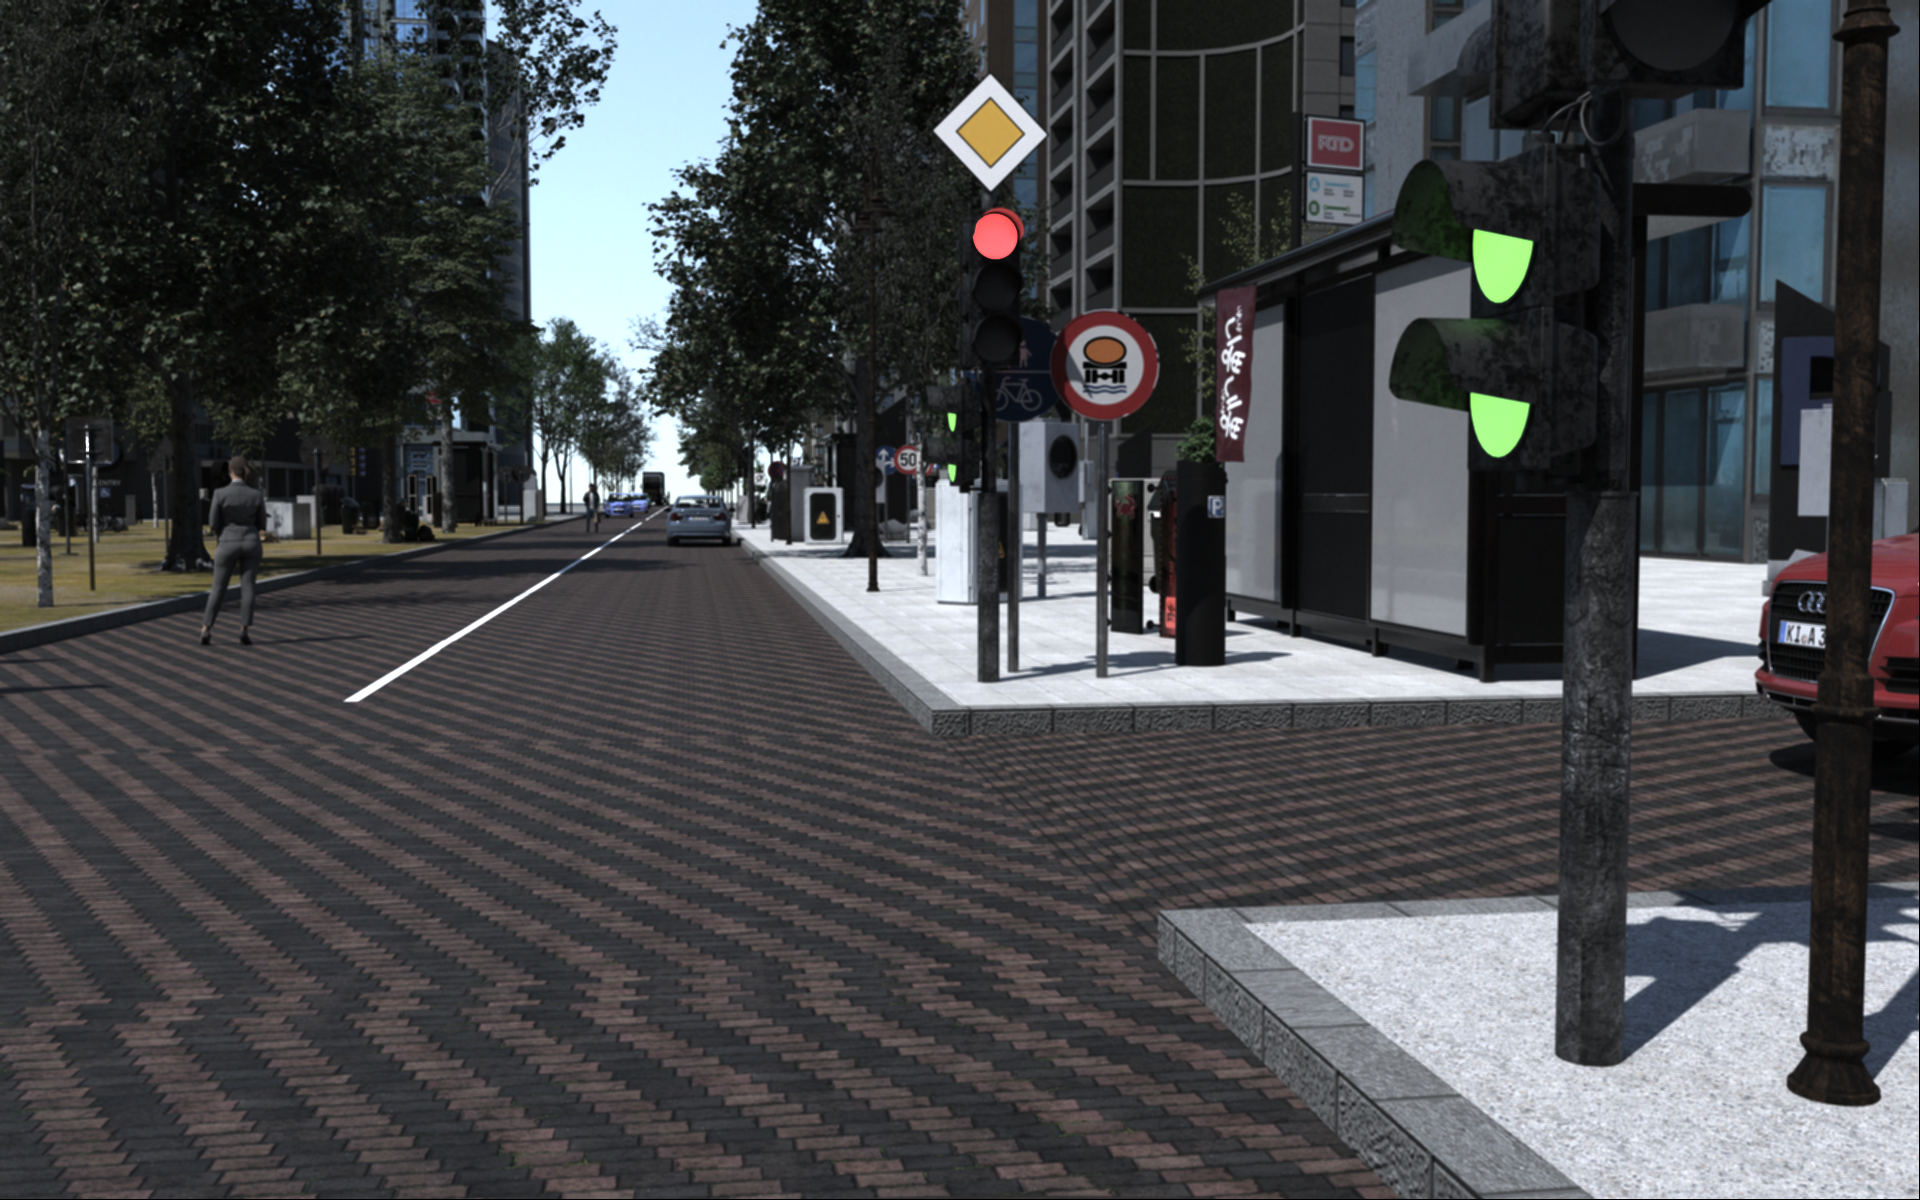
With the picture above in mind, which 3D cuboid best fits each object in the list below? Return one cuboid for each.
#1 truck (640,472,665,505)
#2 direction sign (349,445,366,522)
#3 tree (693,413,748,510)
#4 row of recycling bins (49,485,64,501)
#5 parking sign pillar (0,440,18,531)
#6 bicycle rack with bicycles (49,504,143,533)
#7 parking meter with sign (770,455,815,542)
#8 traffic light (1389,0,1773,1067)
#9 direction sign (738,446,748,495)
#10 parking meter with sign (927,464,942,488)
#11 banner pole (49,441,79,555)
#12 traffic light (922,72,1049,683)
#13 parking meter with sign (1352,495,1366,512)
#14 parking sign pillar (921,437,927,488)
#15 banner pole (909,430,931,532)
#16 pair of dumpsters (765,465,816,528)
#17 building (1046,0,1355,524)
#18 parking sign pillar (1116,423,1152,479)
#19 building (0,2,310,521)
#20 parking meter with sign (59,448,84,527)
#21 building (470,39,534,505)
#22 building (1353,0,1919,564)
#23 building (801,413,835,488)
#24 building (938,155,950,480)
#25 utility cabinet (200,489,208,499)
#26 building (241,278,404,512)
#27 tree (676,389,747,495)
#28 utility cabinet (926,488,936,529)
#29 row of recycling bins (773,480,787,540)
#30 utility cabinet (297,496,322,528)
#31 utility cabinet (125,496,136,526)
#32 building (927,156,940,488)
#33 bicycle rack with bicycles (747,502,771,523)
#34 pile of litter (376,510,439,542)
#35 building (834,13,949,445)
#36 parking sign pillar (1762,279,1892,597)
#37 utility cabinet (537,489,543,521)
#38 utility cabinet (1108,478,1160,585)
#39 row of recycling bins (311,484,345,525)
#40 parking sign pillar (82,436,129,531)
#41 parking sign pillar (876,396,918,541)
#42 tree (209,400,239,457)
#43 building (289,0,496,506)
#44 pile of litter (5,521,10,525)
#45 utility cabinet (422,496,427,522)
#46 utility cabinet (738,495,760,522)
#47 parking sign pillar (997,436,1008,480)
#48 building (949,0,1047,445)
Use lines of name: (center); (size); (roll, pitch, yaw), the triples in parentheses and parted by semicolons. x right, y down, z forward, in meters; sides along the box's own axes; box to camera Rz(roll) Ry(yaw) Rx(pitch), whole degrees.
truck: (-39.196, -14.220, 221.411); (2.839, 4.237, 11.283); (0, 4, -8)
direction sign: (-27.884, -5.395, 80.209); (0.876, 3.537, 0.379); (1, 4, 17)
tree: (-16.882, -10.666, 124.750); (4.737, 8.622, 4.395); (0, 3, 0)
row of recycling bins: (-41.099, -4.446, 79.810); (1.069, 1.692, 3.534); (2, 4, 31)
parking sign pillar: (-34.091, -4.440, 61.066); (1.447, 3.967, 1.447); (-3, 5, -41)
bicycle rack with bicycles: (-29.036, -2.681, 57.223); (2.852, 0.926, 2.925); (2, 4, 35)
parking meter with sign: (-4.238, -3.055, 46.204); (1.738, 3.016, 0.543); (1, 4, 14)
traffic light: (1.415, -0.912, 3.833); (0.839, 4.253, 0.868); (-1, 4, -9)
direction sign: (-10.319, -5.544, 82.641); (0.379, 3.537, 0.876); (2, 4, 29)
parking meter with sign: (-1.712, -5.213, 81.493); (1.738, 3.016, 0.543); (-3, 4, -38)
banner pole: (-18.870, -2.825, 36.208); (0.401, 3.779, 0.863); (1, 4, 15)
traffic light: (0.176, -1.395, 11.721); (0.839, 4.253, 0.868); (-1, 4, -9)
parking meter with sign: (8.504, -2.542, 37.815); (1.738, 3.016, 0.543); (0, 4, -5)
parking sign pillar: (-2.160, -5.519, 78.700); (1.447, 3.967, 1.447); (1, 4, 21)
banner pole: (-1.393, -4.228, 59.137); (0.863, 3.779, 0.401); (2, 4, 30)
pair of dumpsters: (-5.960, -3.576, 60.957); (1.574, 2.255, 4.437); (-1, 4, -9)
building: (13.908, -39.140, 78.184); (20.563, 71.187, 20.611); (-1, 4, -9)
parking sign pillar: (6.565, -4.712, 65.518); (1.447, 3.967, 1.447); (-1, 4, -11)
building: (-52.658, -24.427, 91.258); (32.217, 40.220, 23.993); (-1, 4, -9)
parking meter with sign: (-34.059, -4.325, 66.979); (0.543, 3.016, 1.738); (0, 4, 7)
building: (-66.662, -41.508, 220.662); (21.231, 58.520, 28.212); (-1, 4, -9)
building: (25.495, -25.803, 41.488); (30.456, 49.044, 23.786); (-1, 4, -9)
building: (-6.665, -23.786, 233.946); (27.650, 21.520, 28.899); (-1, 4, -9)
building: (5.230, -21.254, 119.212); (14.160, 30.474, 14.107); (-1, 4, -9)
utility cabinet: (-33.353, -4.084, 75.459); (1.173, 1.500, 0.318); (1, 4, 12)
building: (-54.788, -16.708, 118.215); (27.650, 21.520, 28.899); (-1, 4, -9)
tree: (-24.402, -15.486, 171.317); (7.486, 12.596, 7.792); (0, 3, 0)
utility cabinet: (-0.785, -3.329, 63.104); (1.173, 1.500, 0.318); (-1, 4, -15)
row of recycling bins: (-4.888, -2.606, 49.713); (1.069, 1.692, 3.534); (0, 4, -8)
utility cabinet: (-24.851, -3.364, 66.157); (1.020, 1.237, 0.306); (2, 4, 29)
utility cabinet: (-33.975, -3.609, 70.167); (0.306, 1.237, 1.020); (3, 5, 44)
building: (10.622, -27.378, 139.508); (32.217, 40.220, 23.993); (-1, 4, -9)
bicycle rack with bicycles: (-8.357, -3.892, 77.012); (2.852, 0.926, 2.925); (3, 5, 39)
pile of litter: (-14.959, -2.010, 46.830); (1.719, 0.858, 1.176); (-1, 4, -20)
building: (-4.219, -40.462, 203.556); (21.231, 58.520, 28.212); (-1, 4, -9)
parking sign pillar: (10.810, -2.021, 21.518); (1.447, 3.967, 1.447); (1, 4, 20)
utility cabinet: (-20.398, -4.553, 83.127); (0.318, 1.500, 1.173); (-3, 4, -36)
utility cabinet: (2.618, -0.954, 24.279); (1.173, 1.500, 0.318); (2, 4, 28)
row of recycling bins: (-26.533, -4.023, 72.883); (1.069, 1.692, 3.534); (-1, 4, -9)
parking sign pillar: (-29.761, -4.387, 60.205); (1.447, 3.967, 1.447); (-2, 4, -28)
parking sign pillar: (-2.147, -3.613, 47.546); (1.447, 3.967, 1.447); (-2, 4, -24)
tree: (-30.743, -7.063, 65.848); (4.737, 8.622, 4.395); (0, 3, 0)
building: (-62.758, -53.690, 190.498); (22.319, 86.520, 31.000); (-1, 4, -9)
pile of litter: (-37.994, -3.317, 68.199); (1.176, 0.858, 1.719); (0, 4, 0)
utility cabinet: (-24.681, -4.250, 80.657); (0.306, 1.237, 1.020); (0, 4, 8)
utility cabinet: (-9.718, -4.194, 79.736); (1.020, 1.237, 0.306); (2, 4, 29)
parking sign pillar: (1.776, -4.711, 65.497); (1.447, 3.967, 1.447); (2, 4, 34)
building: (7.245, -27.795, 104.555); (14.600, 45.320, 14.200); (-1, 4, -9)
